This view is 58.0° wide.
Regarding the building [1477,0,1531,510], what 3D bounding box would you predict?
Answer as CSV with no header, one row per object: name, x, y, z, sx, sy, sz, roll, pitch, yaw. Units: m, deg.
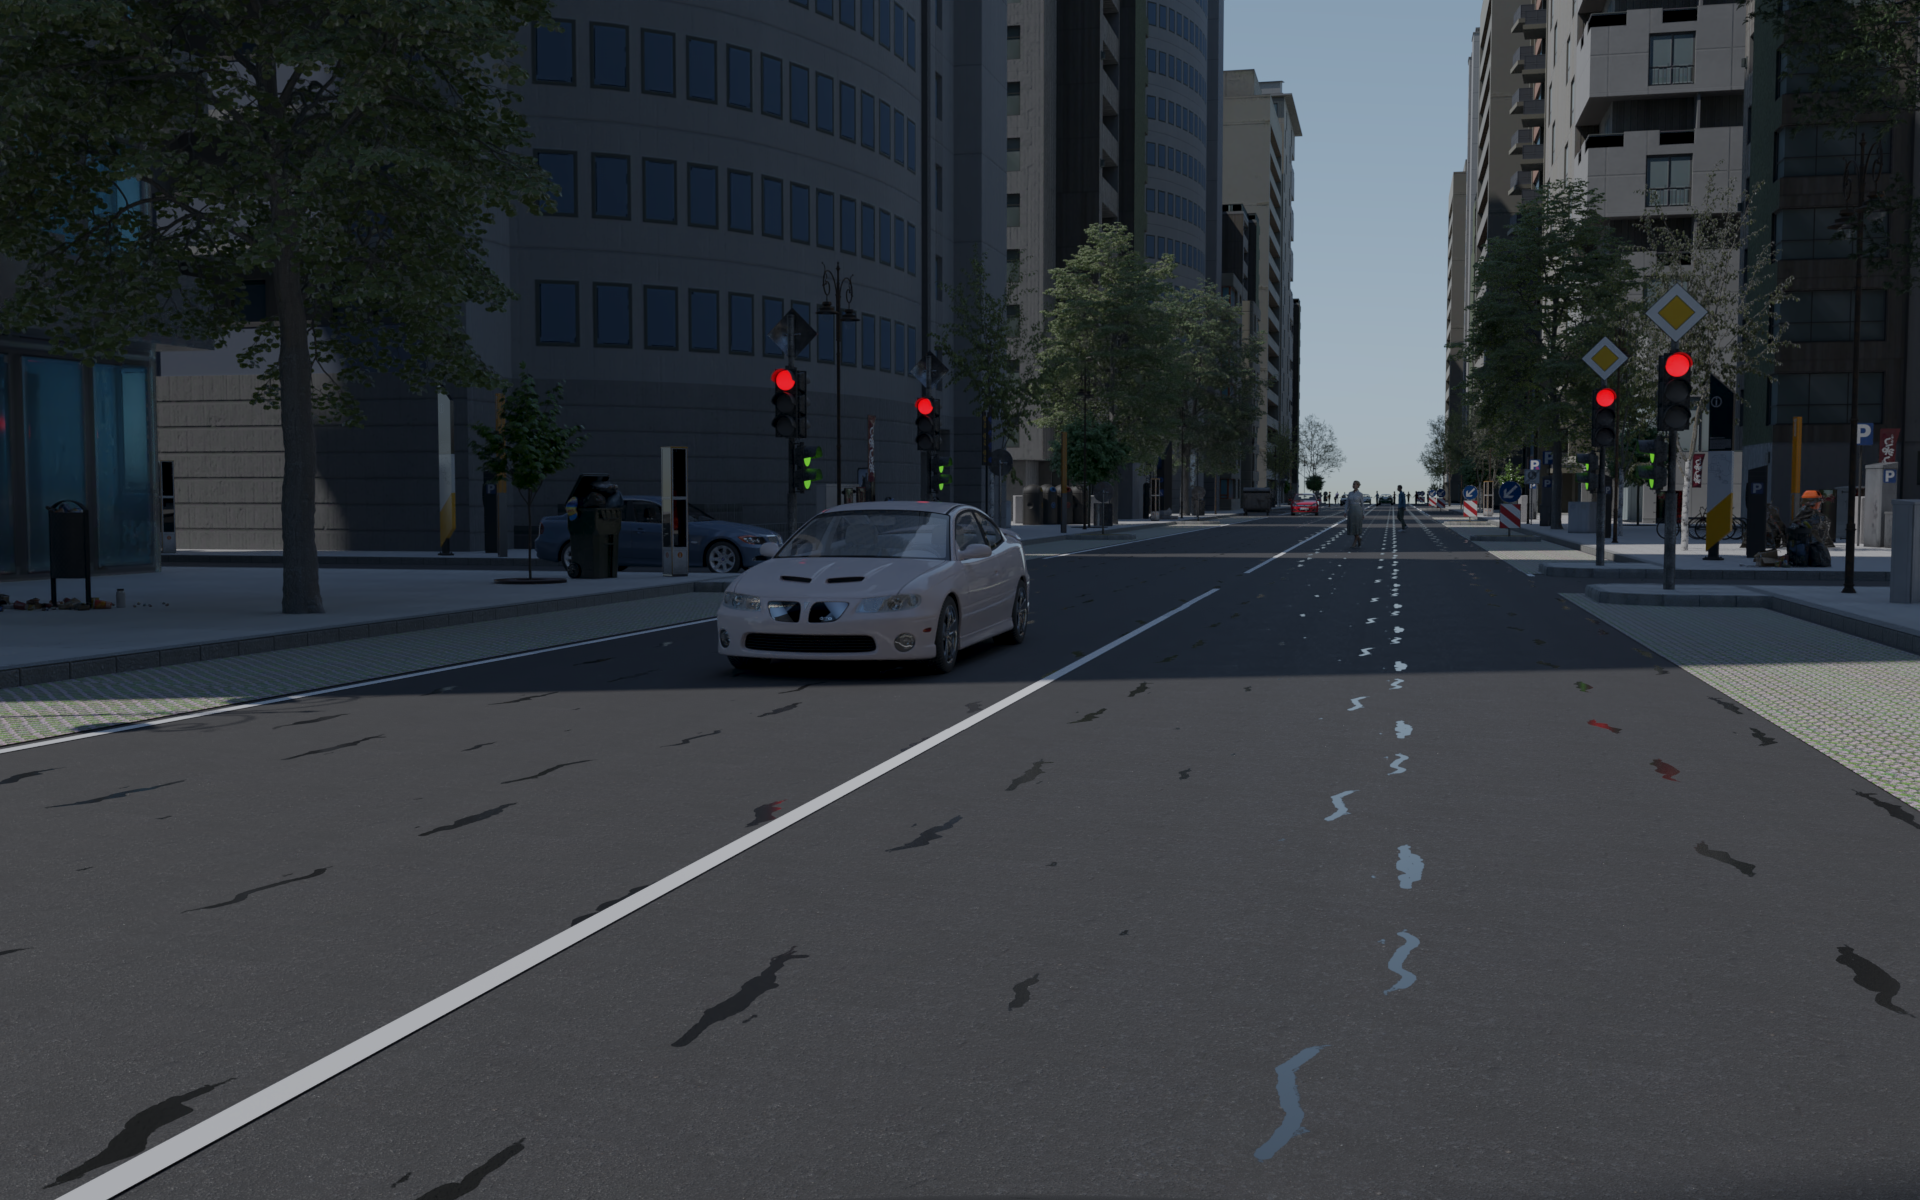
building,55.441,-32.015,147.152,21.300,48.544,21.600,1,4,14

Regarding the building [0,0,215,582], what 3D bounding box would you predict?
building,-27.777,-24.536,20.772,30.456,49.044,23.786,1,4,14

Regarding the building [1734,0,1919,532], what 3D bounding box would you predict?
building,33.657,-17.504,57.886,14.160,30.474,14.107,1,4,14

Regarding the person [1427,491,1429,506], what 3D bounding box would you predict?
person,54.994,-11.921,203.413,0.705,1.824,1.348,0,4,5

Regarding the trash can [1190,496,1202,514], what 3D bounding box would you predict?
trash can,14.442,-5.758,105.797,0.748,1.137,0.748,0,3,0

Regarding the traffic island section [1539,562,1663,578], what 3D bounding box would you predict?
traffic island section,11.490,-0.536,31.037,2.009,0.180,2.903,1,4,14

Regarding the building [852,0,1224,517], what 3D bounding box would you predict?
building,6.858,-35.568,123.533,21.231,58.520,28.212,1,4,14

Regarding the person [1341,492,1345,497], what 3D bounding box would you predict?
person,55.101,-14.619,248.309,1.217,1.735,0.721,-1,4,-12

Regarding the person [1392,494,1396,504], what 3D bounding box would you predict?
person,64.765,-15.218,258.003,1.217,1.739,0.721,2,4,26

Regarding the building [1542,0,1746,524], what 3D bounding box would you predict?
building,44.157,-30.342,85.334,28.713,52.752,27.495,1,4,14

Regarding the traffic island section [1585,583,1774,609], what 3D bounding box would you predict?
traffic island section,9.554,-0.062,23.289,2.009,0.180,2.903,1,4,14

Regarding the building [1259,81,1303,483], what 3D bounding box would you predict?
building,29.683,-39.087,228.313,28.713,52.752,27.495,1,4,14

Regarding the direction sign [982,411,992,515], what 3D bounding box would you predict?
direction sign,0.736,-3.410,47.752,0.379,3.537,0.876,1,4,17

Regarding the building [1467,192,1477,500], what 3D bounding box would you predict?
building,56.143,-24.110,165.895,14.160,30.474,14.107,1,4,14

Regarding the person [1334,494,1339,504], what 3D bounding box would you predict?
person,52.417,-14.037,241.239,0.697,1.427,0.421,1,4,22

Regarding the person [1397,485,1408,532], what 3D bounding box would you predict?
person,16.865,-3.497,66.018,0.444,1.785,0.601,1,4,15

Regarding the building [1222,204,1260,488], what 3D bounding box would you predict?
building,22.149,-24.515,172.528,14.160,30.474,14.107,1,4,14

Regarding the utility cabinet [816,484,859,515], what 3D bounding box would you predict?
utility cabinet,-2.707,-1.811,38.287,0.318,1.500,1.173,2,4,35

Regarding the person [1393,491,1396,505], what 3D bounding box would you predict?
person,59.274,-13.946,236.484,0.705,1.831,1.348,0,4,6

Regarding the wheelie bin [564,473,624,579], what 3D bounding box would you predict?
wheelie bin,-5.544,-1.132,26.420,0.693,1.594,0.980,2,4,30

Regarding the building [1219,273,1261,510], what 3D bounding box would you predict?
building,11.411,-18.830,152.904,27.650,21.520,28.899,1,4,14

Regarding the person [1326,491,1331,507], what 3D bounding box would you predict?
person,40.920,-11.187,192.226,0.721,1.723,1.217,2,4,29

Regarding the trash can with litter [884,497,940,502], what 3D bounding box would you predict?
trash can with litter,-0.941,-2.208,47.160,1.678,1.210,2.233,2,4,24

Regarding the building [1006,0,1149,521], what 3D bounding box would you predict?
building,1.434,-19.261,86.620,14.160,30.474,14.107,1,4,14

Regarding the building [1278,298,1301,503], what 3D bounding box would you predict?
building,41.102,-29.104,247.549,14.160,30.474,14.107,1,4,14

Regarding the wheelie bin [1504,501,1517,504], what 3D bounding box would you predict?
wheelie bin,32.813,-5.824,103.134,0.980,1.594,0.693,-3,5,-44

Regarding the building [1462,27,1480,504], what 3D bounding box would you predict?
building,74.660,-41.382,218.586,21.231,58.520,28.212,1,4,14

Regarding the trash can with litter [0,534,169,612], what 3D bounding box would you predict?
trash can with litter,-10.286,-0.522,19.591,2.233,1.210,1.678,1,4,19

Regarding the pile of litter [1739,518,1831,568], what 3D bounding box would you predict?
pile of litter,14.608,-1.018,30.610,1.719,0.858,1.176,0,4,3

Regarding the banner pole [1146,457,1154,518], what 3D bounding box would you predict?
banner pole,10.272,-6.335,93.586,0.863,3.779,0.401,-3,4,-36

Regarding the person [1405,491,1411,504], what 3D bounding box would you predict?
person,64.564,-14.728,249.400,0.705,1.812,1.348,-2,4,-29

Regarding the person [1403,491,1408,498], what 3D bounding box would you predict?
person,60.296,-13.879,235.437,1.348,1.822,0.705,3,5,43

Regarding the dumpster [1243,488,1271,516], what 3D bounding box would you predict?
dumpster,19.669,-6.517,114.760,1.865,1.857,1.264,1,4,14

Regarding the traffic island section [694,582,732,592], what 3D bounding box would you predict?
traffic island section,-2.565,-0.246,26.310,2.009,0.180,2.903,1,4,14

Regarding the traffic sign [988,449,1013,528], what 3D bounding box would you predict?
traffic sign,1.120,-2.970,48.668,0.768,2.556,0.104,1,4,23

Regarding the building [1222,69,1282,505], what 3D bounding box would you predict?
building,26.199,-35.473,203.687,21.300,48.544,21.600,1,4,14

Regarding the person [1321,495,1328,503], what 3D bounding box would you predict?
person,50.608,-14.150,239.942,1.348,1.812,0.705,3,5,41

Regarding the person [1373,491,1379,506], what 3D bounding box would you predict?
person,48.726,-11.863,202.451,0.705,1.826,1.348,3,5,40

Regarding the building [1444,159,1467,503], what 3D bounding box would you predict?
building,79.915,-37.950,244.186,21.300,48.544,21.600,1,4,14

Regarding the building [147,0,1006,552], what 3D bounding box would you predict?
building,-11.852,-31.151,51.319,21.231,58.520,28.212,1,4,14

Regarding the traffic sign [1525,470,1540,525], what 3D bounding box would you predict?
traffic sign,23.672,-4.256,71.718,0.606,2.300,0.079,1,4,15

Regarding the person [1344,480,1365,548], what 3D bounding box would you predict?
person,10.574,-2.295,46.250,0.641,1.798,0.478,-3,5,-42

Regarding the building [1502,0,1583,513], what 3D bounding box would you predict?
building,50.623,-28.603,122.276,22.147,44.769,28.867,1,4,14

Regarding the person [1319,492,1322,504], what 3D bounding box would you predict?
person,48.453,-13.670,232.669,0.621,1.740,0.551,-1,4,-17

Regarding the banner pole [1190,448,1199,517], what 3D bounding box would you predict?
banner pole,12.923,-6.444,95.370,0.401,3.779,0.863,-2,4,-31

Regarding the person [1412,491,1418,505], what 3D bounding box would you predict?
person,55.061,-12.278,209.205,0.705,1.831,1.348,3,5,42

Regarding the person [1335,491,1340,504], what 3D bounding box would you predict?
person,56.981,-15.474,261.371,0.709,1.838,0.599,2,4,34
